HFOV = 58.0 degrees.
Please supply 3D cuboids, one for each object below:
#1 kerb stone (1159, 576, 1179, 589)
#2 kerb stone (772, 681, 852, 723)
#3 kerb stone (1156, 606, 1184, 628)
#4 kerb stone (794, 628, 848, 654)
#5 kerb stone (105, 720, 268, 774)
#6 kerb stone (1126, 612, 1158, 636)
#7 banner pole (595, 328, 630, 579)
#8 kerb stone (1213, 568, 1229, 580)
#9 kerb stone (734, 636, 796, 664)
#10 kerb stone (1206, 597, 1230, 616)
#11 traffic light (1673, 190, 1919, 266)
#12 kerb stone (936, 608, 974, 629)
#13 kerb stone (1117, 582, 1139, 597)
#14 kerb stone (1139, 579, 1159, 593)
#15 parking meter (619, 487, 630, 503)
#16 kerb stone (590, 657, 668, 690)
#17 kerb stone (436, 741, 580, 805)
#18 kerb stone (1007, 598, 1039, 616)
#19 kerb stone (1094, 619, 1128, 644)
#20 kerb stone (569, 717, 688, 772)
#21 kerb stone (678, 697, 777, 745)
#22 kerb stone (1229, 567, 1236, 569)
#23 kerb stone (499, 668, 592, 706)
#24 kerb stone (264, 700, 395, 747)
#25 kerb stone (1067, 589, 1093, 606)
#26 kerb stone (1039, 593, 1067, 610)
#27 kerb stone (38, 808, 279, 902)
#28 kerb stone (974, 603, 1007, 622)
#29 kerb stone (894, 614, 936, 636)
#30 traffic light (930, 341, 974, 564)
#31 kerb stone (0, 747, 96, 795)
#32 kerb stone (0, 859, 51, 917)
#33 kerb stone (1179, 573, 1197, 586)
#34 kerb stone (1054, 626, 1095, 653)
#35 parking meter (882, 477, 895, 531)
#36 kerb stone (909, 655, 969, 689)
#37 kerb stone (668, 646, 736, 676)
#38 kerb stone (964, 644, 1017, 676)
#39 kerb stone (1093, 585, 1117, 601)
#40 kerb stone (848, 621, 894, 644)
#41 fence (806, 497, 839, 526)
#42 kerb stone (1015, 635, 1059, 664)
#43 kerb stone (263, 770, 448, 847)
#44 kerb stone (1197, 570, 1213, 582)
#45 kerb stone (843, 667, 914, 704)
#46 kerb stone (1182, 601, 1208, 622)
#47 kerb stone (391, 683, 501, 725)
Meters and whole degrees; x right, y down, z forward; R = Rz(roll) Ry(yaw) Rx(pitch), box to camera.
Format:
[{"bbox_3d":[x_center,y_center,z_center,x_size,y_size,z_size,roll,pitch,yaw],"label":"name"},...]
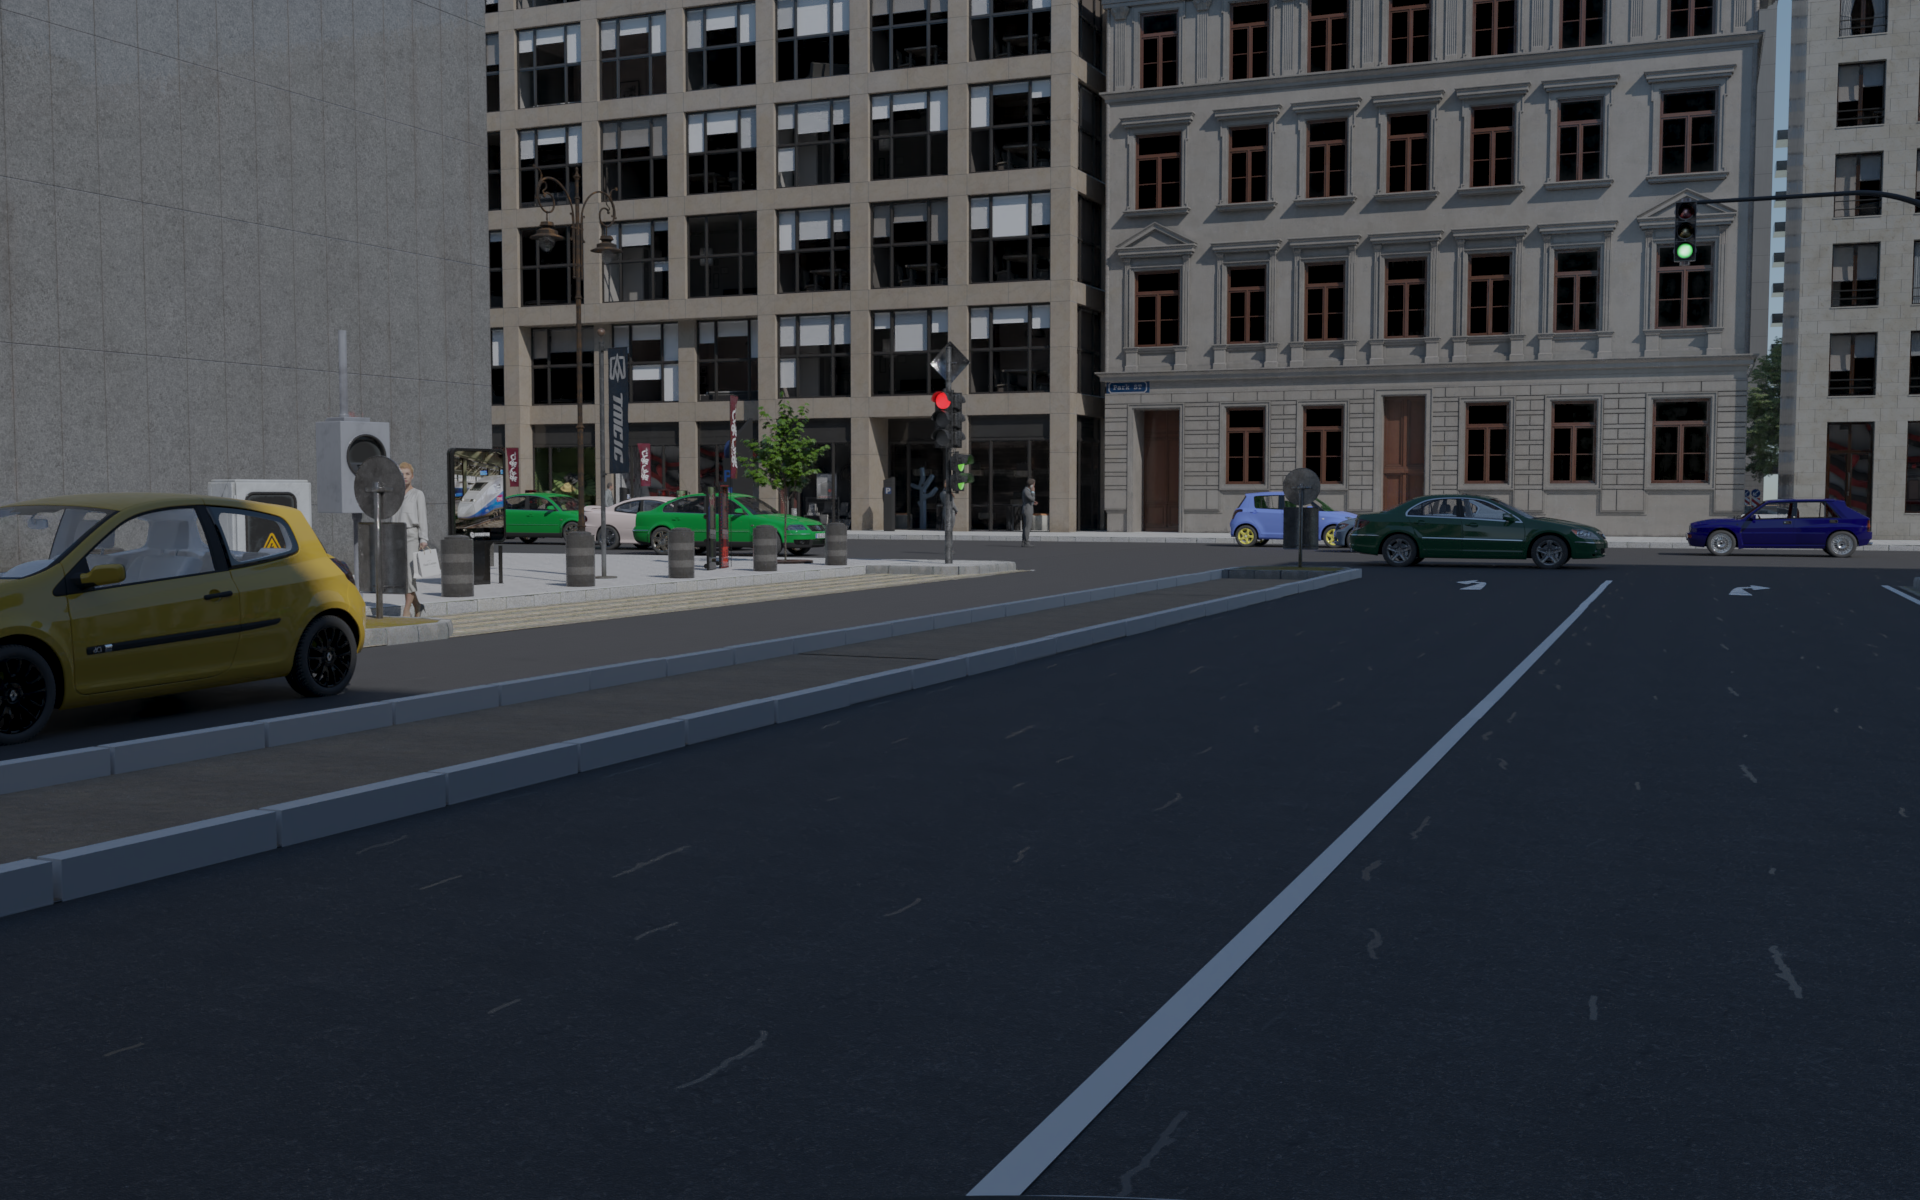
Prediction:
[{"bbox_3d":[3.086,-0.249,26.281,0.120,0.150,1.000,1,4,23],"label":"kerb stone"},{"bbox_3d":[-0.997,0.669,11.293,0.120,0.150,1.000,1,4,23],"label":"kerb stone"},{"bbox_3d":[2.217,0.204,18.865,0.120,0.150,1.000,1,4,23],"label":"kerb stone"},{"bbox_3d":[-1.331,0.386,15.884,0.120,0.150,1.000,1,4,23],"label":"kerb stone"},{"bbox_3d":[-4.147,0.791,9.270,0.120,0.150,1.000,1,4,23],"label":"kerb stone"},{"bbox_3d":[1.819,0.262,17.916,0.120,0.150,1.000,1,4,23],"label":"kerb stone"},{"bbox_3d":[-5.248,-2.208,26.123,0.863,3.779,0.401,3,5,41],"label":"banner pole"},{"bbox_3d":[4.296,-0.423,29.113,0.120,0.150,1.000,1,4,23],"label":"kerb stone"},{"bbox_3d":[-1.732,0.444,14.941,0.120,0.150,1.000,1,4,23],"label":"kerb stone"},{"bbox_3d":[3.020,0.088,20.751,0.120,0.150,1.000,1,4,23],"label":"kerb stone"},{"bbox_3d":[13.238,-3.140,26.008,4.771,5.953,1.251,1,4,23],"label":"traffic light"},{"bbox_3d":[-0.127,0.213,18.716,0.120,0.150,1.000,1,4,23],"label":"kerb stone"},{"bbox_3d":[2.280,-0.135,24.395,0.120,0.150,1.000,1,4,23],"label":"kerb stone"},{"bbox_3d":[2.677,-0.192,25.342,0.120,0.150,1.000,1,4,23],"label":"kerb stone"},{"bbox_3d":[-12.383,-3.397,63.948,0.372,1.533,0.369,0,3,0],"label":"parking meter"},{"bbox_3d":[-2.543,0.559,13.055,0.120,0.150,1.000,1,4,23],"label":"kerb stone"},{"bbox_3d":[-2.213,0.841,8.452,0.120,0.150,1.000,1,4,23],"label":"kerb stone"},{"bbox_3d":[0.682,0.098,20.601,0.120,0.150,1.000,1,4,23],"label":"kerb stone"},{"bbox_3d":[1.409,0.319,16.977,0.120,0.150,1.000,1,4,23],"label":"kerb stone"},{"bbox_3d":[-1.812,0.783,9.396,0.120,0.150,1.000,1,4,23],"label":"kerb stone"},{"bbox_3d":[-1.407,0.724,10.353,0.120,0.150,1.000,1,4,23],"label":"kerb stone"},{"bbox_3d":[4.692,-0.478,30.058,0.120,0.150,1.000,1,4,23],"label":"kerb stone"},{"bbox_3d":[-2.935,0.617,12.108,0.120,0.150,1.000,1,4,23],"label":"kerb stone"},{"bbox_3d":[-3.741,0.733,10.213,0.120,0.150,1.000,1,4,23],"label":"kerb stone"},{"bbox_3d":[1.476,-0.018,22.492,0.120,0.150,1.000,1,4,23],"label":"kerb stone"},{"bbox_3d":[1.071,0.041,21.551,0.120,0.150,1.000,1,4,23],"label":"kerb stone"},{"bbox_3d":[-3.014,0.956,6.565,0.120,0.150,1.000,1,4,23],"label":"kerb stone"},{"bbox_3d":[0.271,0.155,19.661,0.120,0.150,1.000,1,4,23],"label":"kerb stone"},{"bbox_3d":[-0.532,0.272,17.775,0.120,0.150,1.000,1,4,23],"label":"kerb stone"},{"bbox_3d":[-0.192,-2.624,31.827,0.839,4.253,0.868,1,4,23],"label":"traffic light"},{"bbox_3d":[-4.551,0.850,8.328,0.120,0.150,1.000,1,4,23],"label":"kerb stone"},{"bbox_3d":[-3.419,1.014,5.613,0.120,0.150,1.000,1,4,23],"label":"kerb stone"},{"bbox_3d":[3.493,-0.307,27.222,0.120,0.150,1.000,1,4,23],"label":"kerb stone"},{"bbox_3d":[1.010,0.377,16.028,0.120,0.150,1.000,1,4,23],"label":"kerb stone"},{"bbox_3d":[-2.451,-3.294,59.575,0.399,1.863,0.255,1,4,15],"label":"parking meter"},{"bbox_3d":[-0.202,0.554,13.185,0.120,0.150,1.000,1,4,23],"label":"kerb stone"},{"bbox_3d":[-2.139,0.508,14.001,0.120,0.150,1.000,1,4,23],"label":"kerb stone"},{"bbox_3d":[0.211,0.494,14.136,0.120,0.150,1.000,1,4,23],"label":"kerb stone"},{"bbox_3d":[1.877,-0.076,23.438,0.120,0.150,1.000,1,4,23],"label":"kerb stone"},{"bbox_3d":[-0.934,0.332,16.830,0.120,0.150,1.000,1,4,23],"label":"kerb stone"},{"bbox_3d":[-4.602,-2.860,57.972,0.480,1.192,2.264,-2,4,-35],"label":"fence"},{"bbox_3d":[0.610,0.440,15.080,0.120,0.150,1.000,1,4,23],"label":"kerb stone"},{"bbox_3d":[-2.610,0.898,7.508,0.120,0.150,1.000,1,4,23],"label":"kerb stone"},{"bbox_3d":[3.887,-0.357,28.168,0.120,0.150,1.000,1,4,23],"label":"kerb stone"},{"bbox_3d":[-0.607,0.610,12.240,0.120,0.150,1.000,1,4,23],"label":"kerb stone"},{"bbox_3d":[2.613,0.146,19.810,0.120,0.150,1.000,1,4,23],"label":"kerb stone"},{"bbox_3d":[-3.341,0.675,11.165,0.120,0.150,1.000,1,4,23],"label":"kerb stone"}]
